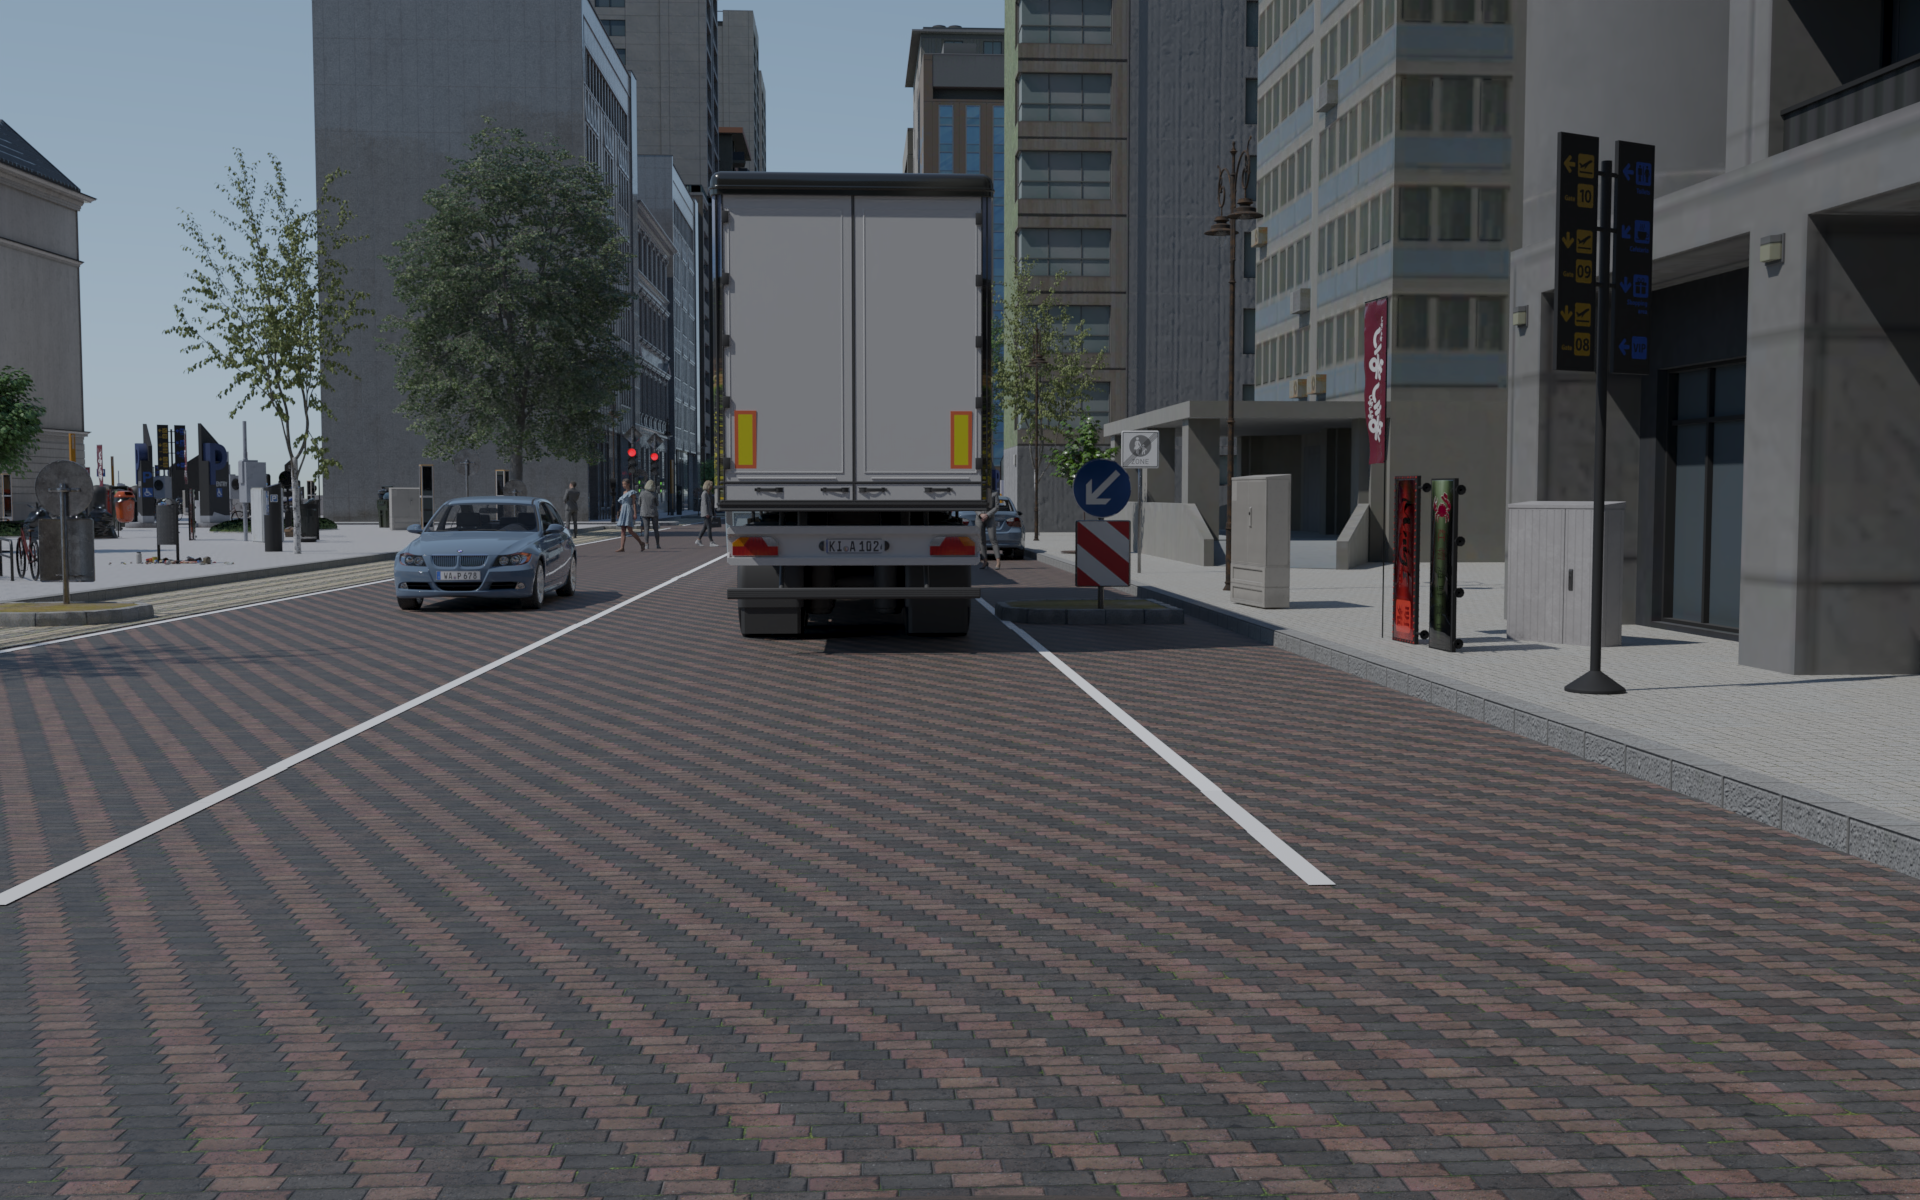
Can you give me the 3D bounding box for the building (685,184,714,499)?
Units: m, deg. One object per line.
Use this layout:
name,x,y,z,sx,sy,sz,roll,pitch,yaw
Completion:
building,-29.655,-23.780,160.507,14.160,30.474,14.107,0,4,-3

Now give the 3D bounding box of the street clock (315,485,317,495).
street clock,-53.315,-8.471,143.067,0.358,2.002,0.471,0,4,6

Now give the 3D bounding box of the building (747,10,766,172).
building,-38.445,-50.361,261.648,20.563,71.187,20.611,0,4,-3

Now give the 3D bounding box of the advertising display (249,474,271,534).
advertising display,-22.283,-3.053,55.130,0.974,1.923,0.123,2,4,31

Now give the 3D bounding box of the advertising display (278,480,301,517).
advertising display,-30.634,-4.523,79.168,0.974,1.923,0.123,0,4,-4

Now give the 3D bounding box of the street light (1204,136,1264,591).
street light,3.586,-3.063,22.869,0.468,5.910,1.993,0,4,-3

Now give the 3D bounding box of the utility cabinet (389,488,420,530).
utility cabinet,-19.336,-3.177,60.621,1.173,1.500,0.318,-2,4,-35

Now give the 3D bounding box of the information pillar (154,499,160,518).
information pillar,-41.821,-5.232,90.032,0.304,2.012,0.304,0,3,0

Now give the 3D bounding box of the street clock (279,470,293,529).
street clock,-20.627,-2.971,53.152,0.471,2.002,0.358,-1,4,-11

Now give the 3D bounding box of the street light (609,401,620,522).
street light,-15.927,-6.538,79.686,0.468,5.910,1.993,0,4,-3

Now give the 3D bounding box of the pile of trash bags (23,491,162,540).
pile of trash bags,-25.111,-2.453,49.851,1.912,1.369,3.447,1,4,17

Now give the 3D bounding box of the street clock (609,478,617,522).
street clock,-15.666,-4.505,78.222,0.358,2.002,0.471,-1,4,-17

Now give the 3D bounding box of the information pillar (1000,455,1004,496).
information pillar,2.529,-6.825,102.938,0.183,3.616,0.504,2,4,26

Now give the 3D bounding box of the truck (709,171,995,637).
truck,-1.251,-1.946,20.731,2.839,4.237,11.283,0,4,-3

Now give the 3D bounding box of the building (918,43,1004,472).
building,2.956,-32.047,174.072,14.600,45.320,14.200,0,4,-3

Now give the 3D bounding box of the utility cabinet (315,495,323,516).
utility cabinet,-38.220,-5.624,103.106,1.020,1.237,0.306,-2,4,-24

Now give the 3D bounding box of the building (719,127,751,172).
building,-35.659,-33.481,202.034,22.147,44.769,28.867,0,4,-3

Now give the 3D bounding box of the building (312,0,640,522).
building,-23.776,-16.563,88.830,12.078,24.808,19.932,0,4,-3

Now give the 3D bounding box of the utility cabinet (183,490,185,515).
utility cabinet,-46.983,-5.937,105.748,0.318,1.500,1.173,0,4,5

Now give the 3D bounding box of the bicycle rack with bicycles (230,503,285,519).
bicycle rack with bicycles,-28.238,-3.428,69.425,2.925,0.926,2.852,0,4,8

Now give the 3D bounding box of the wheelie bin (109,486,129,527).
wheelie bin,-32.602,-3.625,67.182,0.980,1.594,0.693,-1,4,-18

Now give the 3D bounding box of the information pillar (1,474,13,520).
information pillar,-34.635,-3.576,62.954,0.304,2.012,0.304,-2,4,-35

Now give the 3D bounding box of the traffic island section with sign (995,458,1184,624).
traffic island section with sign,1.428,-0.697,20.020,1.989,1.847,2.006,0,4,-3

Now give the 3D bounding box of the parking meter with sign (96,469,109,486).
parking meter with sign,-59.493,-7.597,120.469,0.543,3.016,1.738,-1,4,-12

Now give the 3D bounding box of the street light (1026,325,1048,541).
street light,2.098,-4.565,47.420,0.468,5.910,1.993,0,4,-3

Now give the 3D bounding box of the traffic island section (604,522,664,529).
traffic island section,-13.462,-3.001,71.351,2.009,0.180,2.903,0,4,-3

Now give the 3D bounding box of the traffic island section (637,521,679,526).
traffic island section,-13.952,-3.489,79.321,2.009,0.180,2.903,0,4,-3

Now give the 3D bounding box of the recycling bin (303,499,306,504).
recycling bin,-37.332,-5.260,98.551,0.722,1.027,0.722,0,4,3

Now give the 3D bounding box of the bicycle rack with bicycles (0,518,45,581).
bicycle rack with bicycles,-15.165,-0.769,25.949,2.852,0.926,2.925,-2,4,-32

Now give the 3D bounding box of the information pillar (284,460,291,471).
information pillar,-44.435,-7.541,114.651,0.504,3.616,0.183,-3,4,-36

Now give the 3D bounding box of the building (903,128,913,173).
building,3.705,-36.435,219.414,21.300,48.544,21.600,0,4,-3

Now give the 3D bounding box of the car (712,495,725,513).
car,-15.951,-6.333,115.548,2.014,1.417,4.499,0,4,-5

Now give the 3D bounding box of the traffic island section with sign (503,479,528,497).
traffic island section with sign,-11.943,-2.309,46.378,1.989,1.847,2.006,0,4,-3

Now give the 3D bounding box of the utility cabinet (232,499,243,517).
utility cabinet,-40.638,-5.279,97.467,1.020,1.237,0.306,-1,4,-13

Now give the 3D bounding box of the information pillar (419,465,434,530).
information pillar,-13.360,-2.380,43.402,0.304,2.012,0.304,-2,4,-25

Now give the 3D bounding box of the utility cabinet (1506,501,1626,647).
utility cabinet,5.205,-0.231,14.941,0.306,1.237,1.020,-2,4,-31

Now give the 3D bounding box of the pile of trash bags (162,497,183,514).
pile of trash bags,-51.296,-6.192,110.996,3.447,1.369,1.912,1,4,12

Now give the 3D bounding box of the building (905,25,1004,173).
building,8.591,-37.052,195.037,28.713,52.752,27.495,0,4,-3

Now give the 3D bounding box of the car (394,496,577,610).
car,-6.207,-0.676,23.063,2.014,1.417,4.499,0,4,-4

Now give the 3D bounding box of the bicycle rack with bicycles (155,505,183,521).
bicycle rack with bicycles,-39.181,-4.269,83.184,2.925,0.926,2.852,3,4,36

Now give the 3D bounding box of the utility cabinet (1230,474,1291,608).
utility cabinet,3.412,-0.678,19.767,0.318,1.500,1.173,-1,4,-10

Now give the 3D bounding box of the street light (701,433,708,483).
street light,-18.988,-9.526,128.535,0.468,5.910,1.993,0,4,-3

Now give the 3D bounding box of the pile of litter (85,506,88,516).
pile of litter,-41.743,-4.259,83.596,1.176,0.858,1.719,1,4,20

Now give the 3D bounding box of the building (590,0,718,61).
building,-32.961,-45.148,176.421,20.563,71.187,20.611,0,4,-3

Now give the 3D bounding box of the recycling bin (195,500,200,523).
recycling bin,-30.418,-3.517,70.058,0.722,1.027,0.722,1,4,9

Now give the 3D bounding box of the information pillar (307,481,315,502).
information pillar,-35.279,-5.484,94.154,0.304,2.012,0.304,1,4,19

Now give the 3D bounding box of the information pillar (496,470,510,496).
information pillar,-13.926,-2.954,52.783,0.304,2.012,0.304,1,4,16

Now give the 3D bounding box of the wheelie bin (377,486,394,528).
wheelie bin,-21.743,-3.543,65.841,0.980,1.594,0.693,2,4,33

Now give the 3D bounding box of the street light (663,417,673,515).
street light,-17.563,-8.039,104.223,0.468,5.910,1.993,0,4,-3

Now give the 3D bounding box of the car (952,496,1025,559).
car,0.469,-1.673,39.349,2.014,1.417,4.499,0,4,-3

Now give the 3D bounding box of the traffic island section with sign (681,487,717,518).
traffic island section with sign,-15.353,-5.707,101.938,1.989,1.847,2.006,0,4,-3

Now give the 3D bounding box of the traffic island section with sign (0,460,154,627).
traffic island section with sign,-10.287,-0.663,19.472,1.989,1.847,2.006,0,4,-3

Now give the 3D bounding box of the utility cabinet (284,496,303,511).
utility cabinet,-34.917,-4.870,90.784,1.020,1.237,0.306,1,4,21

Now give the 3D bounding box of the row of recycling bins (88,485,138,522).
row of recycling bins,-38.411,-4.393,78.933,1.069,1.692,3.534,1,4,11
